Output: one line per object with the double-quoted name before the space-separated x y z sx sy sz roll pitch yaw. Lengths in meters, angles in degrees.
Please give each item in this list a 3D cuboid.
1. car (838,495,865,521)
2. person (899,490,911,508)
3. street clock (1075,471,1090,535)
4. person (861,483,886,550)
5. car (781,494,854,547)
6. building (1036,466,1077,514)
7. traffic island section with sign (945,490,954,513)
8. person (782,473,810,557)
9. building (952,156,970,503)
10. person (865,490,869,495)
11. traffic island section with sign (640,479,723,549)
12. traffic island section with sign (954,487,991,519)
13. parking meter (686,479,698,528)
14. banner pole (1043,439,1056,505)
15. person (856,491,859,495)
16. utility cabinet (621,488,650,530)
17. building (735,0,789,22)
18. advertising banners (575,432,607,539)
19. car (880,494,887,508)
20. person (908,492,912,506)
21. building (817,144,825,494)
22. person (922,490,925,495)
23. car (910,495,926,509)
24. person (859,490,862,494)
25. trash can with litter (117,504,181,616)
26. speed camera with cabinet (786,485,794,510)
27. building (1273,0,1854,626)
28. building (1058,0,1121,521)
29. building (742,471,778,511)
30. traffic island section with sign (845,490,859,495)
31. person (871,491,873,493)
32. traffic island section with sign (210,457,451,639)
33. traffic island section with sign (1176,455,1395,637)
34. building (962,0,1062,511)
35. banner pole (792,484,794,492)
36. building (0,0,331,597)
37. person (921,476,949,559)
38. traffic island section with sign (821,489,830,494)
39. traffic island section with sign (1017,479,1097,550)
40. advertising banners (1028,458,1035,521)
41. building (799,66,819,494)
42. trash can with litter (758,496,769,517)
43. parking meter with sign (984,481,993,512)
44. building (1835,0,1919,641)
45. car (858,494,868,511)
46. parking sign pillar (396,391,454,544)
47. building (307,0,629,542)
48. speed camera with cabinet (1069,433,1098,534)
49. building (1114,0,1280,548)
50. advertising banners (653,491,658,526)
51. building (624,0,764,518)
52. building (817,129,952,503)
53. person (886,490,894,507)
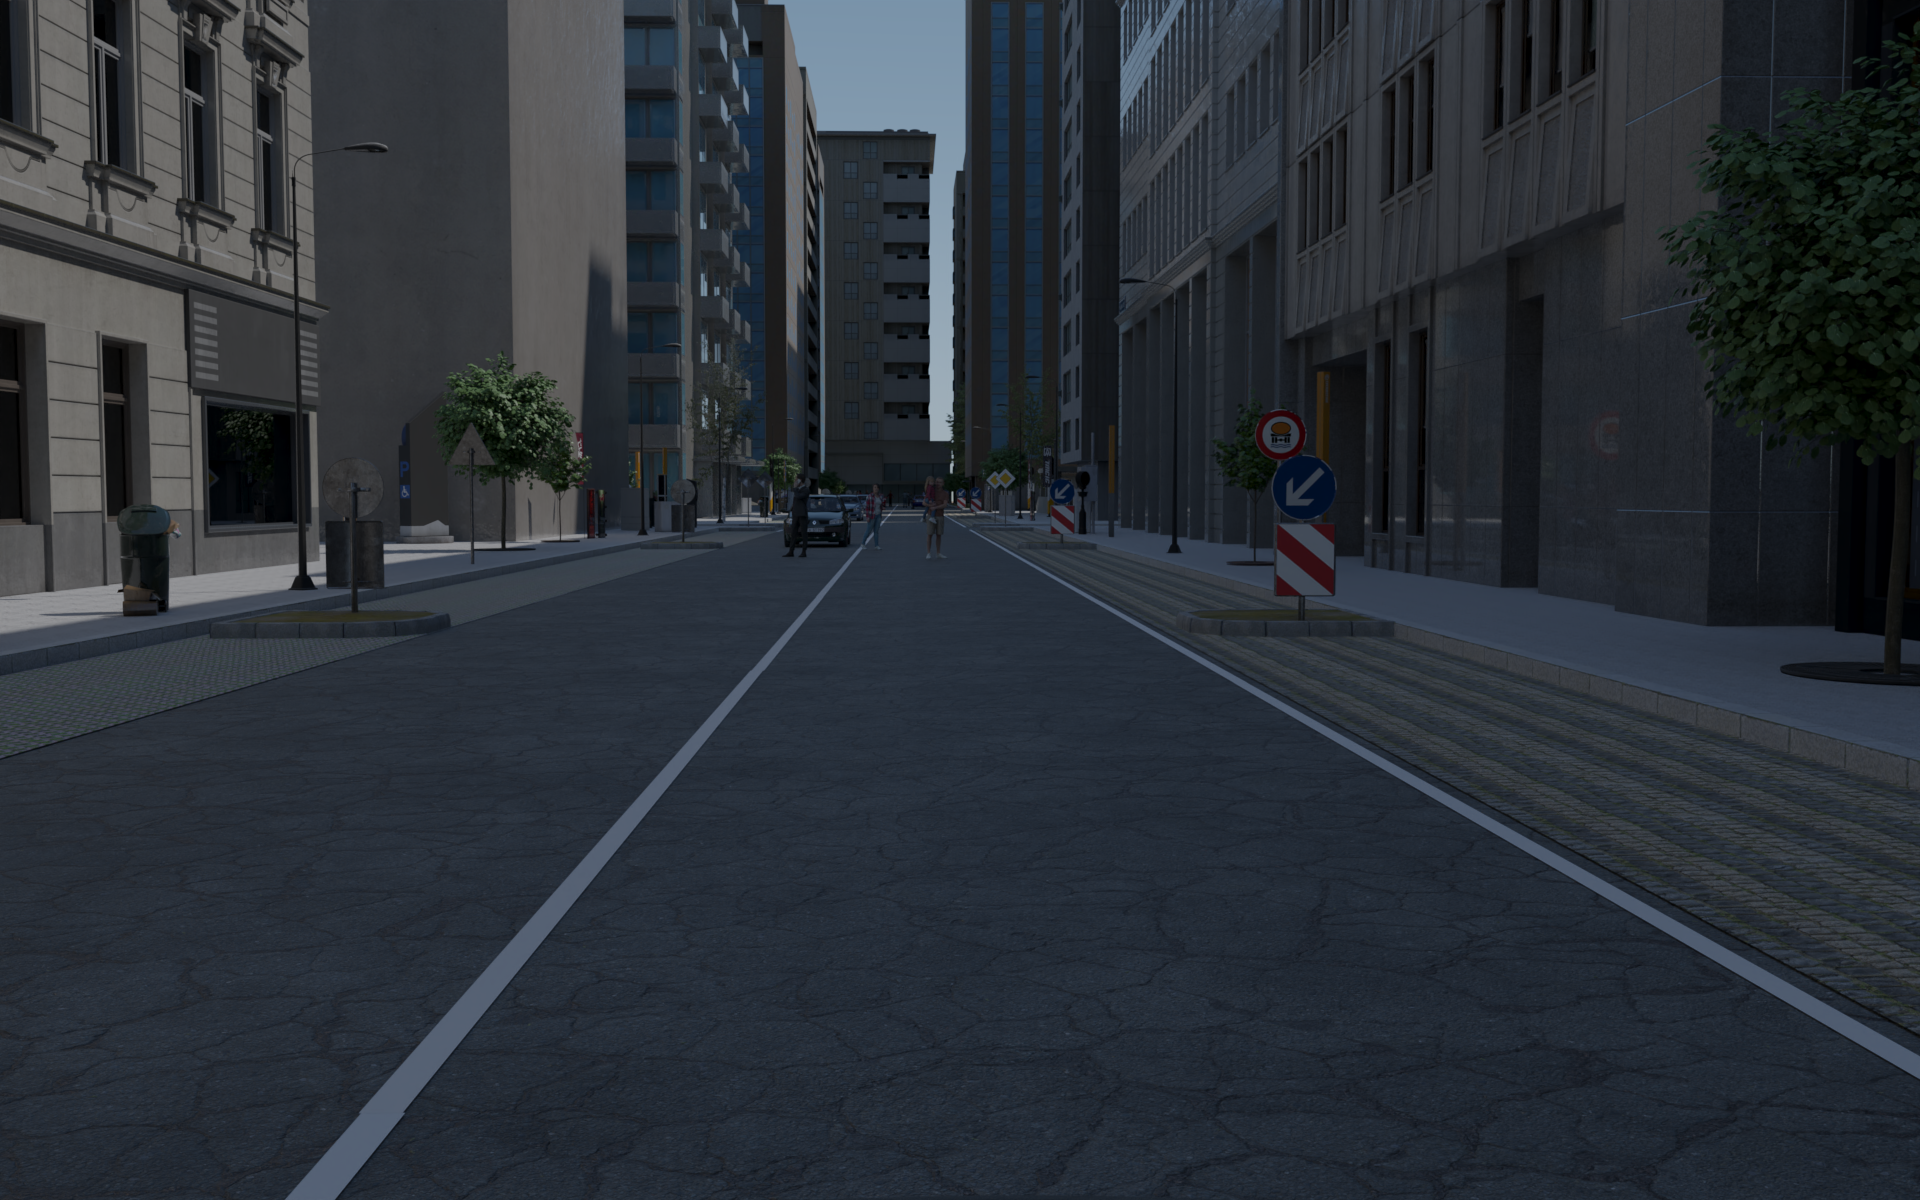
"car" -6.110 -4.963 93.148 2.014 1.417 4.499 0 4 0
"person" -5.673 -10.415 178.865 1.350 1.814 0.705 0 4 -1
"street clock" 3.892 -3.080 54.920 0.358 2.002 0.471 3 5 44
"person" -2.228 -2.162 44.680 0.563 1.720 0.643 -3 5 -41
"car" -3.931 -2.340 48.044 2.009 1.686 4.222 0 4 -2
"building" 21.616 -25.744 112.796 32.217 40.220 23.993 0 4 -2
"traffic island section with sign" -0.036 -7.309 128.129 1.989 1.847 2.006 0 4 -2
"person" -3.685 -1.923 39.298 0.474 1.900 0.648 -3 5 -42
"building" 9.665 -38.096 246.572 21.600 48.544 21.300 0 4 -2
"person" -8.906 -9.629 166.077 1.348 1.807 0.705 -2 4 -27
"traffic island section with sign" -7.276 -2.258 45.552 1.989 1.847 2.006 0 4 -2
"traffic island section with sign" 0.795 -5.648 100.972 1.989 1.847 2.006 0 4 -2
"parking meter" -10.178 -3.676 65.814 0.399 1.863 0.255 0 4 4
"banner pole" 4.096 -5.413 78.527 0.863 3.779 0.401 2 4 34
"person" -9.435 -9.267 160.739 0.721 1.735 1.217 2 4 30
"utility cabinet" -11.366 -3.176 60.612 1.173 1.500 0.318 3 5 39
"building" -22.189 -31.003 157.010 14.600 45.320 14.200 0 4 -2
"advertising banners" -10.625 -3.283 49.866 0.090 3.025 2.074 1 4 12
"car" -8.618 -10.482 180.423 2.155 1.783 4.494 0 4 -1
"person" -6.018 -12.169 208.259 0.742 1.727 0.445 2 4 27
"building" -24.366 -34.646 216.572 14.200 45.320 14.600 0 4 -2
"person" -4.056 -10.862 185.955 0.599 1.838 0.709 0 4 1
"car" -3.822 -9.426 166.700 1.945 1.354 3.894 0 4 -3
"person" -10.048 -10.106 173.672 0.705 1.831 1.348 2 4 27
"trash can with litter" -8.705 -0.440 18.589 0.624 1.170 1.055 -1 4 -23
"speed camera with cabinet" -13.105 -8.484 133.044 0.660 3.252 2.038 1 4 19
"building" 12.929 -12.727 26.109 12.078 24.808 19.932 0 4 -2
"building" 12.474 -19.197 85.574 14.107 30.474 14.160 0 4 -2
"building" -30.554 -26.972 132.880 32.217 40.220 23.993 0 4 -2
"traffic island section with sign" -11.331 -10.326 177.451 1.989 1.847 2.006 0 4 -2
"person" -11.582 -13.370 227.089 0.705 1.826 1.348 0 4 -1
"traffic island section with sign" -6.438 -0.575 18.026 1.989 1.847 2.006 0 4 -2
"traffic island section with sign" 3.338 -0.587 18.221 1.989 1.847 2.006 0 4 -2
"building" 7.561 -29.918 139.269 14.600 45.320 14.200 0 4 -2
"banner pole" -14.269 -9.694 148.512 0.401 3.779 0.863 -2 4 -29
"building" -19.520 -14.461 12.848 17.030 29.872 44.131 0 4 -2
"person" -0.580 -1.830 38.401 0.573 1.828 0.580 2 4 34
"traffic island section with sign" -9.782 -7.250 127.169 1.989 1.847 2.006 0 4 -2
"traffic island section with sign" 2.501 -2.245 45.337 1.989 1.847 2.006 0 4 -2
"advertising banners" 3.424 -5.302 82.878 0.090 3.025 2.074 0 4 -6
"building" -26.742 -34.564 188.828 21.300 48.544 21.600 0 4 -2
"trash can with litter" -10.870 -5.155 95.667 0.624 1.170 1.055 0 4 -6
"parking meter with sign" 1.976 -7.704 122.224 0.543 3.016 1.738 -1 4 -12
"building" 14.569 -10.893 7.786 12.332 23.373 15.834 0 4 -2
"car" -7.182 -7.126 128.520 2.014 1.417 4.499 0 4 0
"parking sign pillar" -13.965 -3.462 45.076 1.447 3.967 1.447 2 4 29
"building" -29.263 -15.318 54.967 34.151 26.468 19.350 0 4 -2
"speed camera with cabinet" 4.009 -3.801 56.488 0.660 3.252 2.038 0 4 -7
"building" 11.873 -16.714 50.766 11.434 29.767 29.804 0 4 -2
"advertising banners" -12.452 -4.350 67.314 2.074 3.025 0.090 -1 4 -10
"building" -23.791 -29.238 97.642 23.786 49.044 30.456 0 4 -2
"building" -15.212 -40.362 249.162 27.495 52.752 28.713 0 4 -2
"person" -7.700 -11.160 190.930 1.348 1.831 0.705 3 5 39
